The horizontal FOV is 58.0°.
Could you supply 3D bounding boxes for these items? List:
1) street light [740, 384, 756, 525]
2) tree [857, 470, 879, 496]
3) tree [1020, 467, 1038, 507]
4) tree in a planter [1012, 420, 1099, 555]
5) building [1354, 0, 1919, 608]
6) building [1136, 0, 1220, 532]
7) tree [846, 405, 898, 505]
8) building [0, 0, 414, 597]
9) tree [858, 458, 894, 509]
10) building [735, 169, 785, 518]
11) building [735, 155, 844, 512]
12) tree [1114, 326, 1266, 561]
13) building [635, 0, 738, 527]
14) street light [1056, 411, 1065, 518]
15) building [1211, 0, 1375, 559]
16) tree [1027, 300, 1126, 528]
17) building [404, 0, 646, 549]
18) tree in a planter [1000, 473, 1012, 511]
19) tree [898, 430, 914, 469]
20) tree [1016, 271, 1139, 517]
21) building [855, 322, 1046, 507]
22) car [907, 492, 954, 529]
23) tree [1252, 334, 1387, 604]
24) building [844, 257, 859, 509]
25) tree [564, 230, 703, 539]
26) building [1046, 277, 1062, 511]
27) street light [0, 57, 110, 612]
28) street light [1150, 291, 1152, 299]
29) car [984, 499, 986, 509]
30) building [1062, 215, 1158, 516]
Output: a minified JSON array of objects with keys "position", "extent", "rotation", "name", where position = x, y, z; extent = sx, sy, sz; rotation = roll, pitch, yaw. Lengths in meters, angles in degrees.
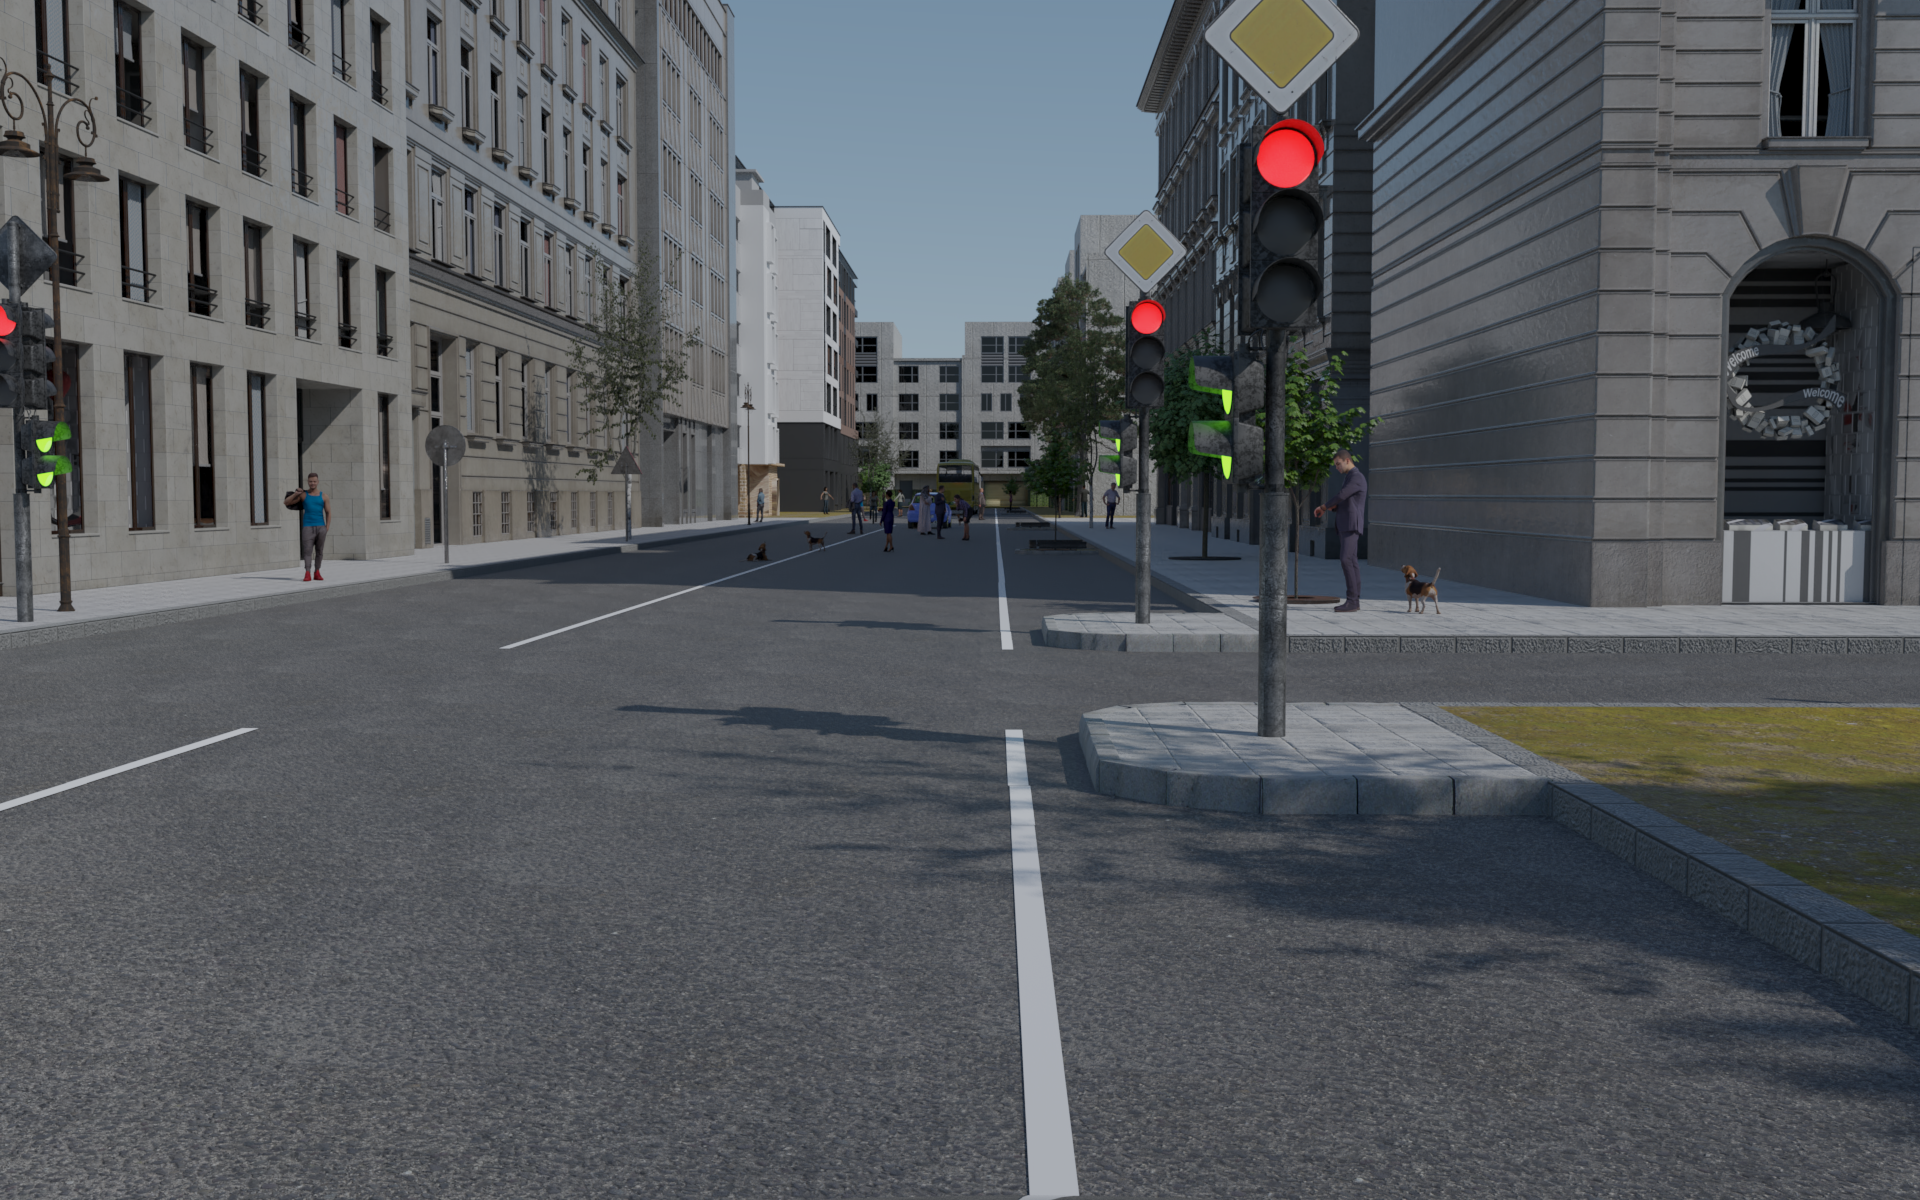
[{"position":[-8.753,-6.050,71.712],"extent":[0.468,5.910,1.993],"rotation":[0,4,1],"name":"street light"},{"position":[-7.512,-8.753,137.714],"extent":[1.663,3.219,1.824],"rotation":[0,3,0],"name":"tree"},{"position":[7.439,-11.347,169.237],"extent":[4.285,4.588,4.351],"rotation":[0,3,0],"name":"tree"},{"position":[2.328,-2.736,41.956],"extent":[1.991,3.239,1.994],"rotation":[0,4,1],"name":"tree in a planter"},{"position":[18.779,-11.176,24.534],"extent":[24.055,21.916,13.314],"rotation":[0,4,1],"name":"building"},{"position":[12.664,-13.506,71.737],"extent":[10.553,20.767,40.483],"rotation":[0,4,1],"name":"building"},{"position":[-7.405,-11.768,142.761],"extent":[4.360,8.622,3.978],"rotation":[0,3,0],"name":"tree"},{"position":[-16.821,-10.566,27.513],"extent":[10.420,20.320,16.860],"rotation":[0,4,1],"name":"building"},{"position":[-7.331,-10.250,151.298],"extent":[4.285,4.588,4.351],"rotation":[0,3,0],"name":"tree"},{"position":[-18.478,-14.845,99.129],"extent":[16.016,20.091,11.380],"rotation":[0,4,1],"name":"building"},{"position":[-23.686,-16.953,121.162],"extent":[27.936,21.610,32.646],"rotation":[0,4,1],"name":"building"},{"position":[4.738,-3.074,33.968],"extent":[4.285,4.588,4.351],"rotation":[0,3,0],"name":"tree"},{"position":[-17.337,-15.800,76.358],"extent":[12.078,24.808,19.932],"rotation":[0,4,1],"name":"building"},{"position":[5.288,-7.279,91.805],"extent":[0.468,5.910,1.993],"rotation":[0,4,1],"name":"street light"},{"position":[12.020,-11.804,42.147],"extent":[9.793,20.994,18.267],"rotation":[0,4,1],"name":"building"},{"position":[4.708,-7.015,65.059],"extent":[4.737,8.622,4.395],"rotation":[0,3,0],"name":"tree"},{"position":[-19.616,-13.310,50.908],"extent":[16.112,22.955,30.059],"rotation":[0,4,1],"name":"building"},{"position":[4.404,-9.161,147.003],"extent":[1.991,3.239,1.994],"rotation":[0,4,1],"name":"tree in a planter"},{"position":[-6.696,-12.989,162.724],"extent":[4.360,8.622,3.978],"rotation":[0,3,0],"name":"tree"},{"position":[7.016,-11.658,98.030],"extent":[7.806,13.903,7.818],"rotation":[0,3,0],"name":"tree"},{"position":[0.656,-19.558,186.231],"extent":[31.486,18.905,16.747],"rotation":[0,4,1],"name":"building"},{"position":[-1.261,-3.887,73.145],"extent":[1.945,1.707,3.694],"rotation":[0,4,3],"name":"car"},{"position":[3.954,-1.595,20.674],"extent":[1.663,3.219,1.824],"rotation":[0,3,0],"name":"tree"},{"position":[-26.145,-18.974,154.199],"extent":[32.646,21.610,27.936],"rotation":[0,4,1],"name":"building"},{"position":[-9.392,-6.037,49.069],"extent":[4.360,8.622,3.978],"rotation":[0,3,0],"name":"tree"},{"position":[16.527,-17.330,149.806],"extent":[16.747,18.905,31.486],"rotation":[0,4,1],"name":"building"},{"position":[-9.781,-2.813,18.774],"extent":[0.468,5.910,1.993],"rotation":[0,4,1],"name":"street light"},{"position":[4.267,-4.082,39.524],"extent":[0.468,5.910,1.993],"rotation":[0,4,1],"name":"street light"},{"position":[1.518,-9.258,163.952],"extent":[1.945,1.354,3.894],"rotation":[0,4,1],"name":"car"},{"position":[16.161,-15.401,118.268],"extent":[16.747,18.905,31.486],"rotation":[0,4,1],"name":"building"}]
